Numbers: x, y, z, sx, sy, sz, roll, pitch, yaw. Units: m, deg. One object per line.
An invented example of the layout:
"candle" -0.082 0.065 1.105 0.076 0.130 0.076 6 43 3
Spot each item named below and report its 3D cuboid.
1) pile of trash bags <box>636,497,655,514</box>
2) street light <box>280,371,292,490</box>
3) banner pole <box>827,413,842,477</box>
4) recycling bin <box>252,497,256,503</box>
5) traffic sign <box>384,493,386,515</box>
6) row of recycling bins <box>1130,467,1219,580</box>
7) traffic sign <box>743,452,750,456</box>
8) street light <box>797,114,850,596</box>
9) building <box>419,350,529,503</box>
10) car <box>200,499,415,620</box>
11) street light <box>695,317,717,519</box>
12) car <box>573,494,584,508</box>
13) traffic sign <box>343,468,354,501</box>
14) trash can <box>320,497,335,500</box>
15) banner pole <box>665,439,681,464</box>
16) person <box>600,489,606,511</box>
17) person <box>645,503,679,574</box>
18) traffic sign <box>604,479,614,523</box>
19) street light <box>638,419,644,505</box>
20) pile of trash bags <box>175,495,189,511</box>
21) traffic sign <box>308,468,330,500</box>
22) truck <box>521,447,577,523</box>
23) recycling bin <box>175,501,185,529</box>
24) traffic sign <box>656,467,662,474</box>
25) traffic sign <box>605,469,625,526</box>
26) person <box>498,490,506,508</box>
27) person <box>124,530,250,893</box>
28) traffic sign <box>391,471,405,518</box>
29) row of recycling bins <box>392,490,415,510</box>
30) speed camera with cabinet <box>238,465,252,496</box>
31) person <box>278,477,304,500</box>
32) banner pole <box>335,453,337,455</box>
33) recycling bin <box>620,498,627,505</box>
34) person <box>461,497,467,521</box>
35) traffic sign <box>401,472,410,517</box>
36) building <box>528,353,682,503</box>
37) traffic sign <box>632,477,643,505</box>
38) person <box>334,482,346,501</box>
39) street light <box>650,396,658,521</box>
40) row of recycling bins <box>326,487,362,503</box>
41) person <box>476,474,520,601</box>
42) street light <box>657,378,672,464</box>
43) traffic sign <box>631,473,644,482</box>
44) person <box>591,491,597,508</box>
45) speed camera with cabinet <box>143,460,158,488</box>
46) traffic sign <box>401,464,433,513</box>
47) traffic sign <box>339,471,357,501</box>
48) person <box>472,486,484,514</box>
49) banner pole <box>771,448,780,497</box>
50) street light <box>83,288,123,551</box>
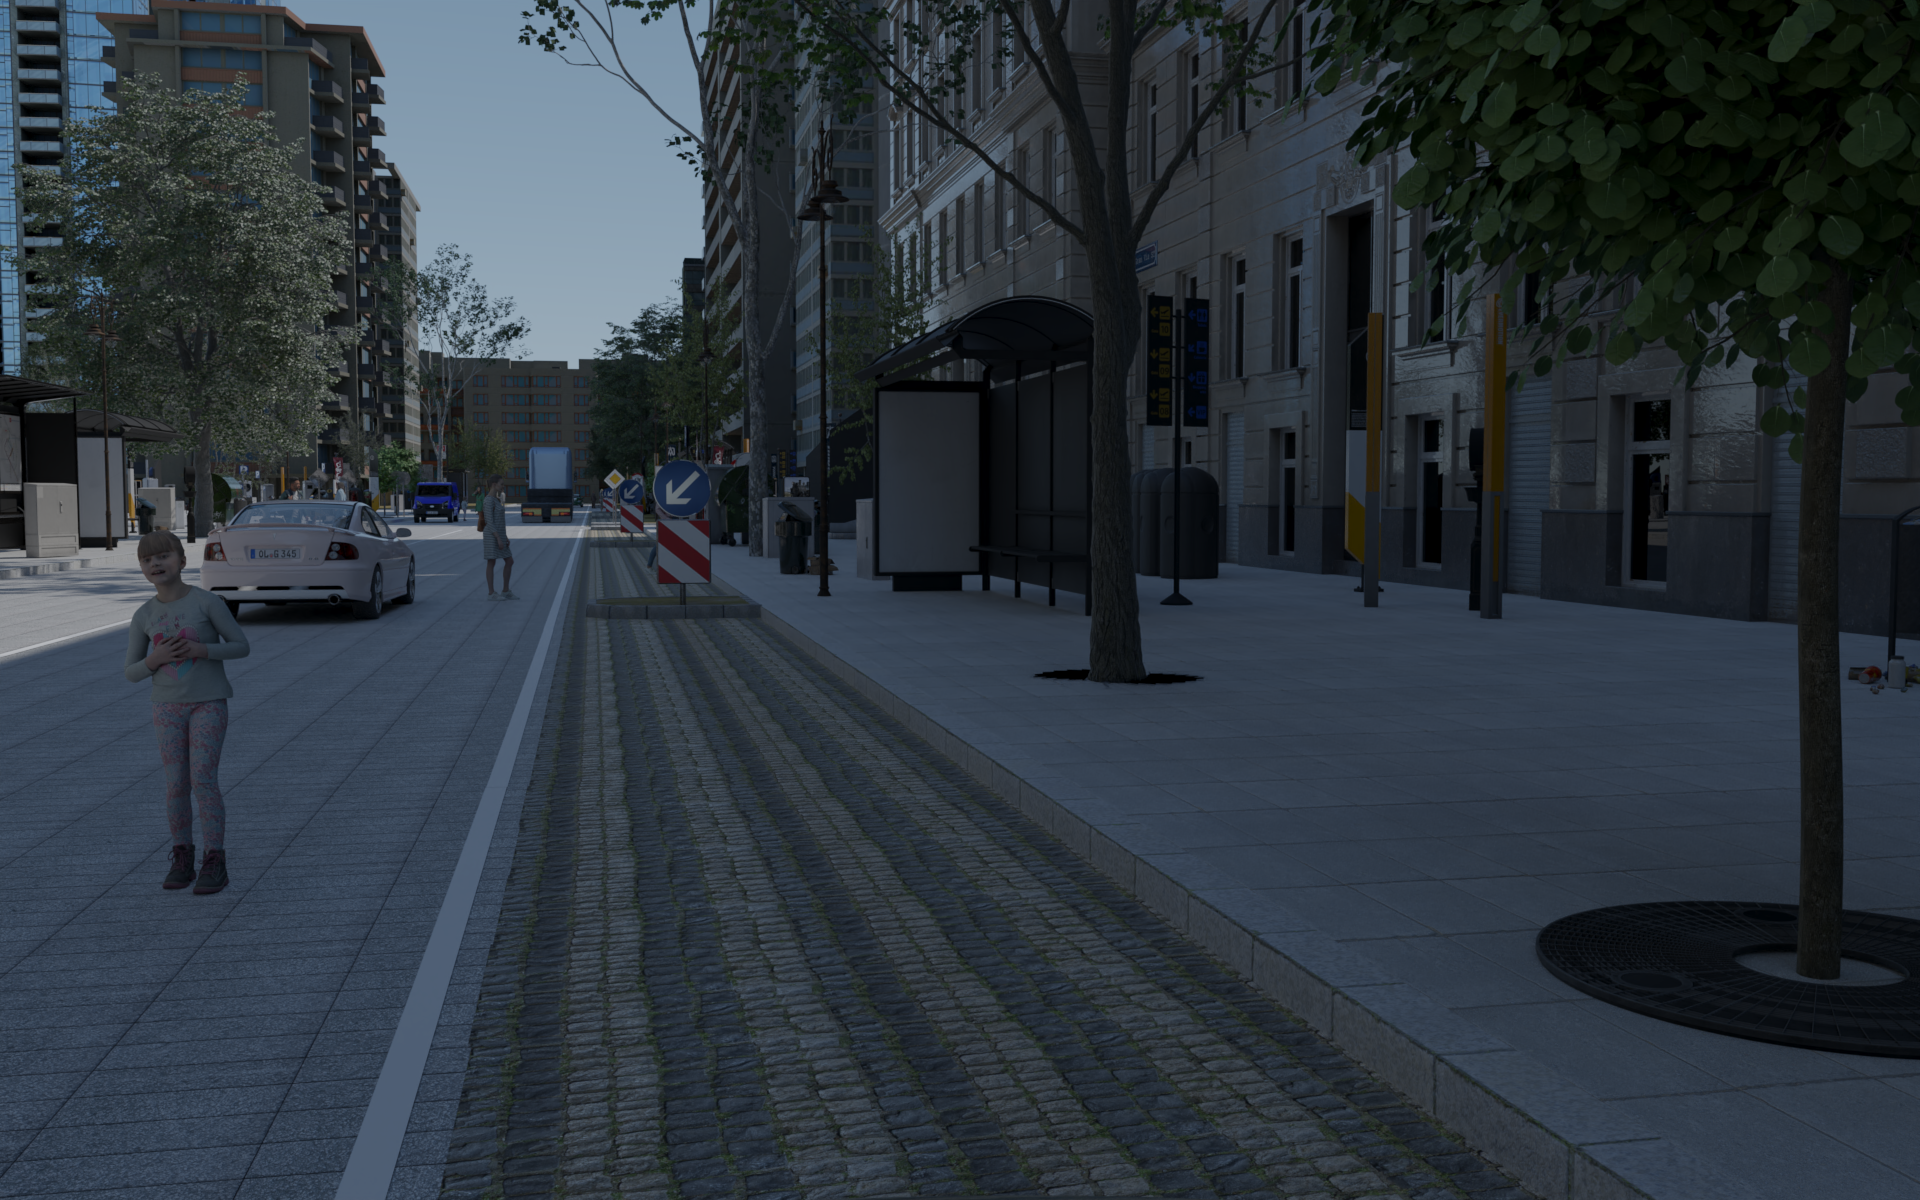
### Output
"pile of trash bags" -19.191 -6.136 110.079 1.912 1.369 3.447 2 4 23
"street light" -24.278 -5.487 62.503 0.468 5.910 1.993 -1 4 -12
"banner pole" -3.879 -3.886 53.560 0.863 3.779 0.401 3 4 36
"recycling bin" -53.650 -7.235 130.847 0.722 1.027 0.722 0 4 4
"traffic sign" -35.609 -6.549 107.184 0.768 2.556 0.104 0 4 -6
"row of recycling bins" 3.293 -1.258 27.677 1.069 1.692 3.534 0 4 -7
"traffic sign" -6.484 -3.235 53.005 0.768 2.556 0.104 0 4 -5
"street light" -1.707 -2.985 21.595 0.468 5.910 1.993 -1 4 -12
"building" -76.018 -24.717 249.167 28.899 21.520 27.650 -1 4 -12
"car" -7.802 -0.529 21.008 2.083 1.381 4.827 -1 4 -10
"street light" -6.632 -4.438 45.342 0.468 5.910 1.993 -1 4 -12
"car" -41.335 -10.632 185.624 2.131 1.459 4.920 -1 4 -11
"traffic sign" -30.539 -5.263 86.150 0.768 2.556 0.104 0 4 -3
"trash can" -26.926 -3.811 73.961 0.748 1.137 0.748 0 3 0
"banner pole" -12.785 -5.354 77.562 0.863 3.779 0.401 -1 4 -14
"person" -27.789 -7.718 134.869 0.537 1.800 0.526 -3 5 -44
"person" -5.257 -1.324 30.734 0.643 1.750 0.593 1 4 22
"traffic sign" -15.405 -4.482 76.915 0.795 2.450 0.064 -1 4 -12
"street light" -19.253 -8.067 104.687 0.468 5.910 1.993 -1 4 -12
"pile of trash bags" -60.508 -7.693 135.531 1.912 1.369 3.447 2 4 23
"traffic sign" -24.706 -3.864 66.812 0.795 2.450 0.064 -1 4 -12
"truck" -22.344 -6.387 94.185 2.967 4.110 18.799 -1 4 -12
"recycling bin" -28.971 -3.118 63.526 0.722 1.027 0.722 2 4 33
"traffic sign" -10.809 -3.737 63.227 0.606 2.300 0.079 -1 4 -10
"traffic sign" -13.750 -4.004 69.103 0.795 2.450 0.064 -1 4 -12
"person" -37.318 -8.093 141.019 0.583 1.804 0.606 1 4 16
"person" -2.808 0.396 6.303 0.425 1.301 0.394 -1 4 -22
"traffic sign" -30.744 -5.783 94.650 0.768 2.556 0.104 -1 4 -9
"row of recycling bins" -45.711 -8.377 144.081 1.069 1.692 3.534 2 4 33
"speed camera with cabinet" -48.134 -7.392 115.193 0.660 3.252 2.038 2 4 28
"person" -15.141 -1.896 39.491 0.794 1.824 0.713 -3 4 -38
"banner pole" -37.750 -7.020 104.799 0.401 3.779 0.863 -1 4 -22
"recycling bin" -28.089 -8.116 145.251 0.722 1.027 0.722 0 4 -5
"person" -26.276 -4.840 91.912 0.425 1.301 0.394 1 4 21
"traffic sign" -31.571 -6.005 98.281 0.768 2.556 0.104 -1 4 -10
"building" -47.560 -25.029 254.264 28.899 21.520 27.650 -1 4 -12
"traffic sign" -18.507 -5.953 99.455 0.606 2.300 0.079 0 4 -7
"person" -18.544 -2.639 51.904 0.793 1.790 0.793 3 5 43
"street light" -14.302 -6.648 81.479 0.468 5.910 1.993 -1 4 -12
"row of recycling bins" -38.436 -6.178 108.130 3.534 1.692 1.069 3 5 42
"person" -6.252 -0.845 23.322 0.522 1.701 0.512 0 4 -1
"street light" -11.622 -5.870 68.755 0.468 5.910 1.993 -1 4 -12
"traffic sign" -19.244 -6.317 103.386 0.768 2.556 0.104 0 4 -6
"person" -36.380 -9.974 172.123 0.434 1.755 0.990 -3 5 -40
"speed camera with cabinet" -46.144 -6.438 99.595 2.038 3.252 0.660 2 4 33
"traffic sign" -37.358 -7.652 118.977 2.265 3.308 0.079 0 4 -5
"traffic sign" -26.361 -4.341 74.624 0.795 2.450 0.064 -1 4 -12
"person" -22.741 -4.484 82.055 0.600 1.795 0.529 1 4 12
"banner pole" -10.027 -6.385 94.404 0.401 3.779 0.863 2 4 35
"street light" -19.307 -4.058 39.133 0.468 5.910 1.993 -1 4 -12
